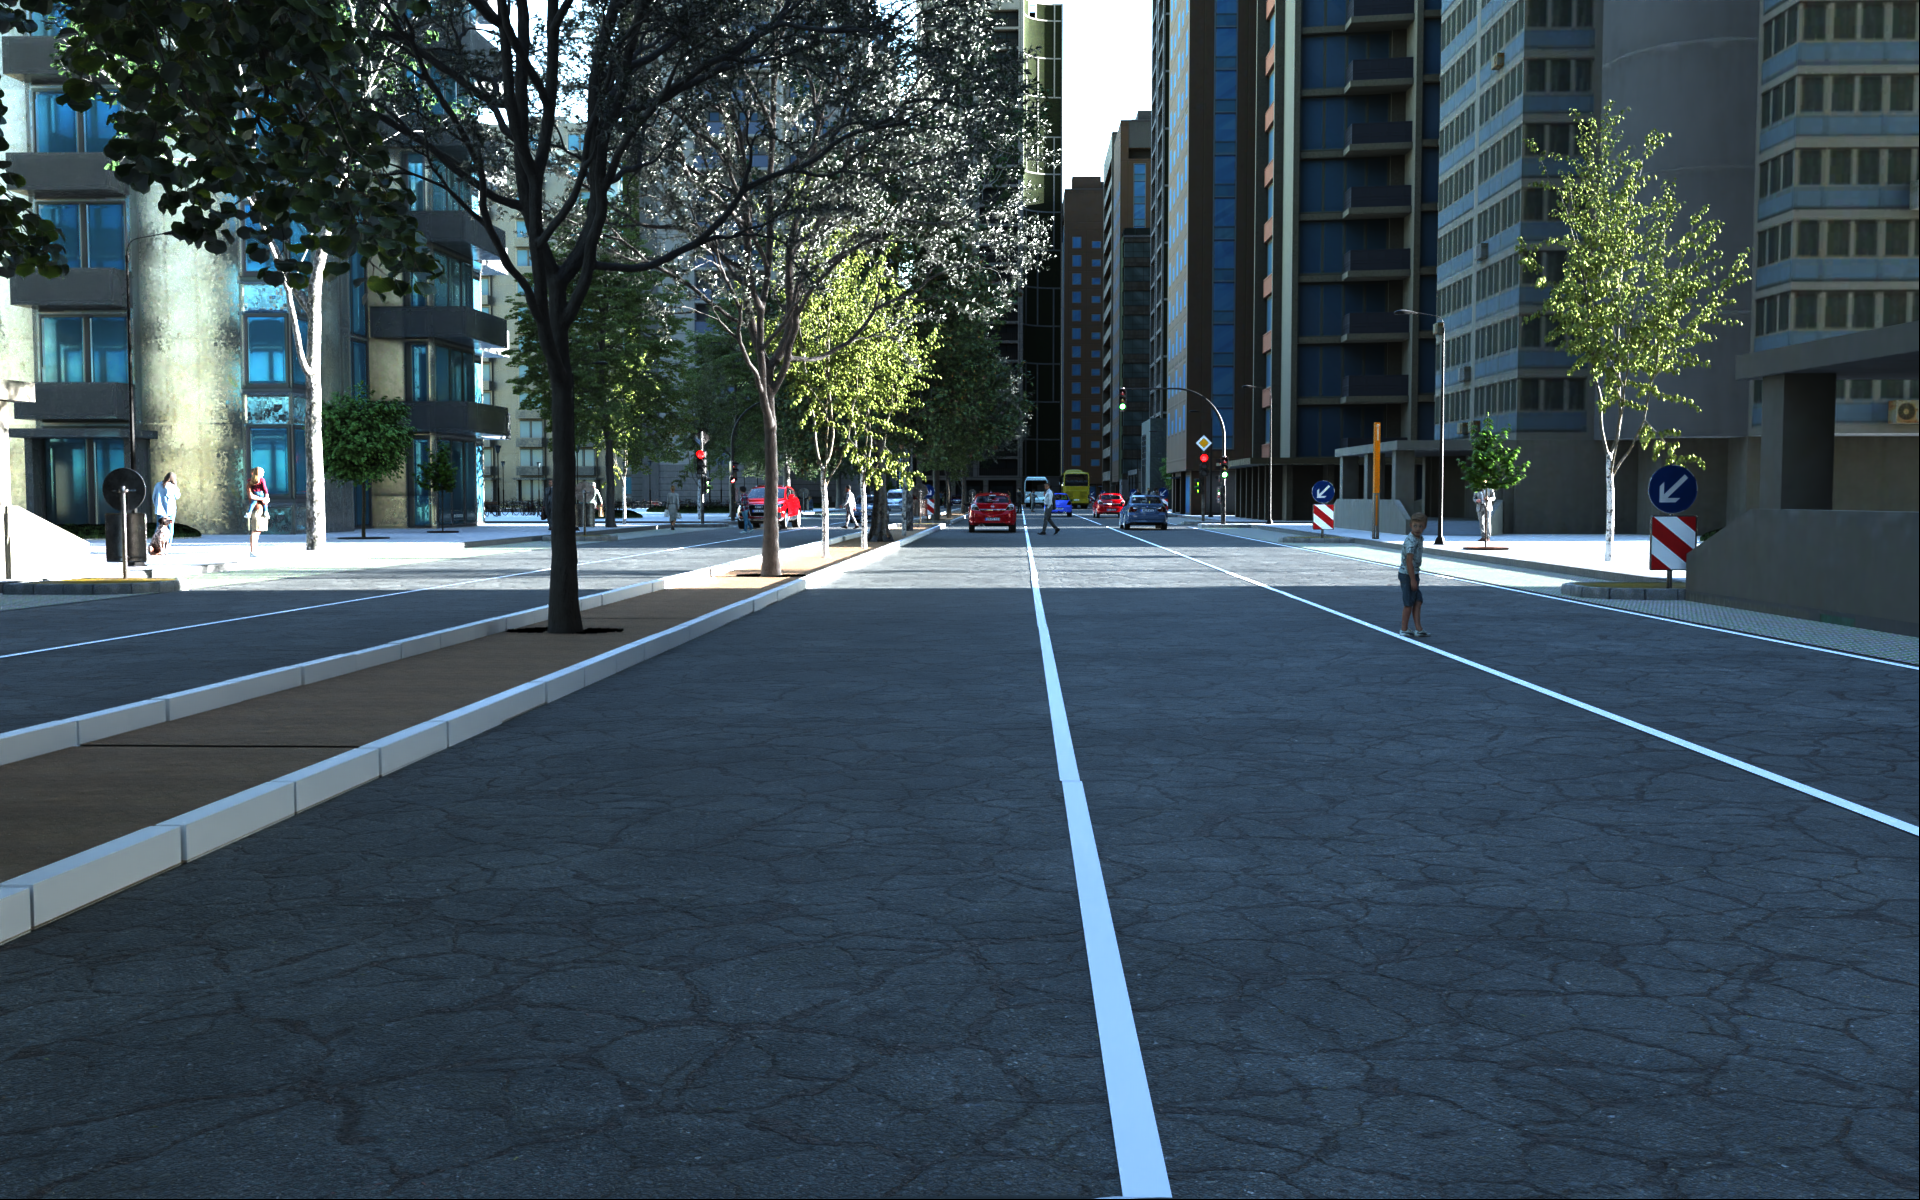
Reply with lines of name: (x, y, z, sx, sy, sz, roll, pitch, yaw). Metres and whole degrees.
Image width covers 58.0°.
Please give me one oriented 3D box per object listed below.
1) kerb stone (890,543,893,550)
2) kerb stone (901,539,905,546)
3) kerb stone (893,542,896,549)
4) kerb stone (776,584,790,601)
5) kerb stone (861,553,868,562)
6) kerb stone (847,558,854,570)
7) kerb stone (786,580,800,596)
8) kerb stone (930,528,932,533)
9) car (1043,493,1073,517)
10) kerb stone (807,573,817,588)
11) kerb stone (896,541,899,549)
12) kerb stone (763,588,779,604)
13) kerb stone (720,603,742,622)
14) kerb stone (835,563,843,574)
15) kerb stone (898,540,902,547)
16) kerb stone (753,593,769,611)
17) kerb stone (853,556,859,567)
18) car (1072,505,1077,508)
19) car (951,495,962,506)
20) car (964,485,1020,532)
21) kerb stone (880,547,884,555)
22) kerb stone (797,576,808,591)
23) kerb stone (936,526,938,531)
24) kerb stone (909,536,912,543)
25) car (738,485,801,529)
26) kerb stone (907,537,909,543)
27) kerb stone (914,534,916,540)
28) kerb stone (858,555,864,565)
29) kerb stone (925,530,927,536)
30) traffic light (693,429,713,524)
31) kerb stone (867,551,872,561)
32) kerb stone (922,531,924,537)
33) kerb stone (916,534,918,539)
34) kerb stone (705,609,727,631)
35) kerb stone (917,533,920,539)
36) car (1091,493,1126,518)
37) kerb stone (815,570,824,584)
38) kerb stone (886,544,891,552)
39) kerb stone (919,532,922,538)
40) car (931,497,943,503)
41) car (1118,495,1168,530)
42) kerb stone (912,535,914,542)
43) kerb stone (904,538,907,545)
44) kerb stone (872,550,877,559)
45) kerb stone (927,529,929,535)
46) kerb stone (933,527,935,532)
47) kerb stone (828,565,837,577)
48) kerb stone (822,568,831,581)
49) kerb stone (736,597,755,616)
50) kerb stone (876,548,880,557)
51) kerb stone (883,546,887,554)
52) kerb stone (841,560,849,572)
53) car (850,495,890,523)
kerb stone: (-1.814, -1.271, 43.065, 0.120, 0.150, 1.000, 0, 4, 2)
kerb stone: (-1.669, -1.525, 47.155, 0.120, 0.150, 1.000, 0, 4, 2)
kerb stone: (-1.781, -1.339, 44.092, 0.120, 0.150, 1.000, 0, 4, 2)
kerb stone: (-2.476, -0.084, 23.618, 0.120, 0.150, 1.000, 0, 4, 2)
kerb stone: (-2.059, -0.832, 35.903, 0.120, 0.150, 1.000, 0, 4, 2)
kerb stone: (-2.161, -0.650, 32.831, 0.120, 0.150, 1.000, 0, 4, 2)
kerb stone: (-2.442, -0.149, 24.639, 0.120, 0.150, 1.000, 0, 4, 2)
kerb stone: (-1.163, -2.402, 61.489, 0.120, 0.150, 1.000, 0, 4, 2)
car: (6.243, -6.162, 110.332, 1.945, 1.707, 3.694, 0, 4, 1)
kerb stone: (-2.368, -0.273, 26.683, 0.120, 0.150, 1.000, 0, 4, 2)
kerb stone: (-1.741, -1.402, 45.113, 0.120, 0.150, 1.000, 0, 4, 2)
kerb stone: (-2.518, -0.020, 22.594, 0.120, 0.150, 1.000, 0, 4, 2)
kerb stone: (-2.625, 0.164, 19.513, 0.120, 0.150, 1.000, 0, 4, 2)
kerb stone: (-2.236, -0.525, 30.787, 0.120, 0.150, 1.000, 0, 4, 2)
kerb stone: (-1.704, -1.462, 46.134, 0.120, 0.150, 1.000, 0, 4, 2)
kerb stone: (-2.544, 0.044, 21.561, 0.120, 0.150, 1.000, 0, 4, 2)
kerb stone: (-2.122, -0.713, 33.852, 0.120, 0.150, 1.000, 0, 4, 2)
car: (11.414, -10.435, 182.607, 2.014, 1.417, 4.499, 0, 4, 0)
car: (-0.325, -12.100, 210.409, 1.945, 1.354, 3.894, 0, 4, 1)
car: (1.223, -3.491, 66.116, 2.155, 1.783, 4.494, 0, 4, 0)
kerb stone: (-1.910, -1.083, 39.994, 0.120, 0.150, 1.000, 0, 4, 2)
kerb stone: (-2.404, -0.212, 25.662, 0.120, 0.150, 1.000, 0, 4, 2)
kerb stone: (-1.029, -2.654, 65.585, 0.120, 0.150, 1.000, 0, 4, 2)
kerb stone: (-1.563, -1.710, 50.220, 0.120, 0.150, 1.000, 0, 4, 2)
car: (-8.010, -3.938, 73.063, 2.281, 1.827, 5.304, 0, 4, 4)
kerb stone: (-1.599, -1.649, 49.198, 0.120, 0.150, 1.000, 0, 4, 2)
kerb stone: (-1.490, -1.840, 52.272, 0.120, 0.150, 1.000, 0, 4, 2)
kerb stone: (-2.093, -0.773, 34.882, 0.120, 0.150, 1.000, 0, 4, 2)
kerb stone: (-1.286, -2.216, 58.420, 0.120, 0.150, 1.000, 0, 4, 2)
traffic light: (-11.119, -5.250, 74.758, 0.839, 4.253, 0.868, 0, 4, 2)
kerb stone: (-2.026, -0.901, 36.925, 0.120, 0.150, 1.000, 0, 4, 2)
kerb stone: (-1.347, -2.090, 56.370, 0.120, 0.150, 1.000, 0, 4, 2)
kerb stone: (-1.460, -1.898, 53.294, 0.120, 0.150, 1.000, 0, 4, 2)
kerb stone: (-2.655, 0.227, 18.486, 0.120, 0.150, 1.000, 0, 4, 2)
kerb stone: (-1.424, -1.955, 54.317, 0.120, 0.150, 1.000, 0, 4, 2)
car: (8.967, -5.820, 104.202, 2.155, 1.783, 4.494, 0, 4, 1)
kerb stone: (-2.339, -0.337, 27.709, 0.120, 0.150, 1.000, 0, 4, 2)
kerb stone: (-1.845, -1.214, 42.037, 0.120, 0.150, 1.000, 0, 4, 2)
kerb stone: (-1.391, -2.028, 55.345, 0.120, 0.150, 1.000, 0, 4, 2)
car: (-2.853, -13.555, 230.427, 1.959, 1.807, 4.718, 0, 4, 2)
car: (7.487, -3.595, 70.787, 2.014, 1.417, 4.499, 0, 4, 2)
kerb stone: (-1.522, -1.772, 51.241, 0.120, 0.150, 1.000, 0, 4, 2)
kerb stone: (-1.636, -1.589, 48.177, 0.120, 0.150, 1.000, 0, 4, 2)
kerb stone: (-1.984, -0.961, 37.947, 0.120, 0.150, 1.000, 0, 4, 2)
kerb stone: (-1.245, -2.276, 59.447, 0.120, 0.150, 1.000, 0, 4, 2)
kerb stone: (-1.098, -2.528, 63.541, 0.120, 0.150, 1.000, 0, 4, 2)
kerb stone: (-2.268, -0.461, 29.766, 0.120, 0.150, 1.000, 0, 4, 2)
kerb stone: (-2.302, -0.400, 28.734, 0.120, 0.150, 1.000, 0, 4, 2)
kerb stone: (-2.594, 0.104, 20.540, 0.120, 0.150, 1.000, 0, 4, 2)
kerb stone: (-1.953, -1.026, 38.971, 0.120, 0.150, 1.000, 0, 4, 2)
kerb stone: (-1.879, -1.151, 41.015, 0.120, 0.150, 1.000, 0, 4, 2)
kerb stone: (-2.198, -0.588, 31.810, 0.120, 0.150, 1.000, 0, 4, 2)
car: (-4.543, -4.609, 87.363, 2.014, 1.417, 4.499, 0, 4, 2)
